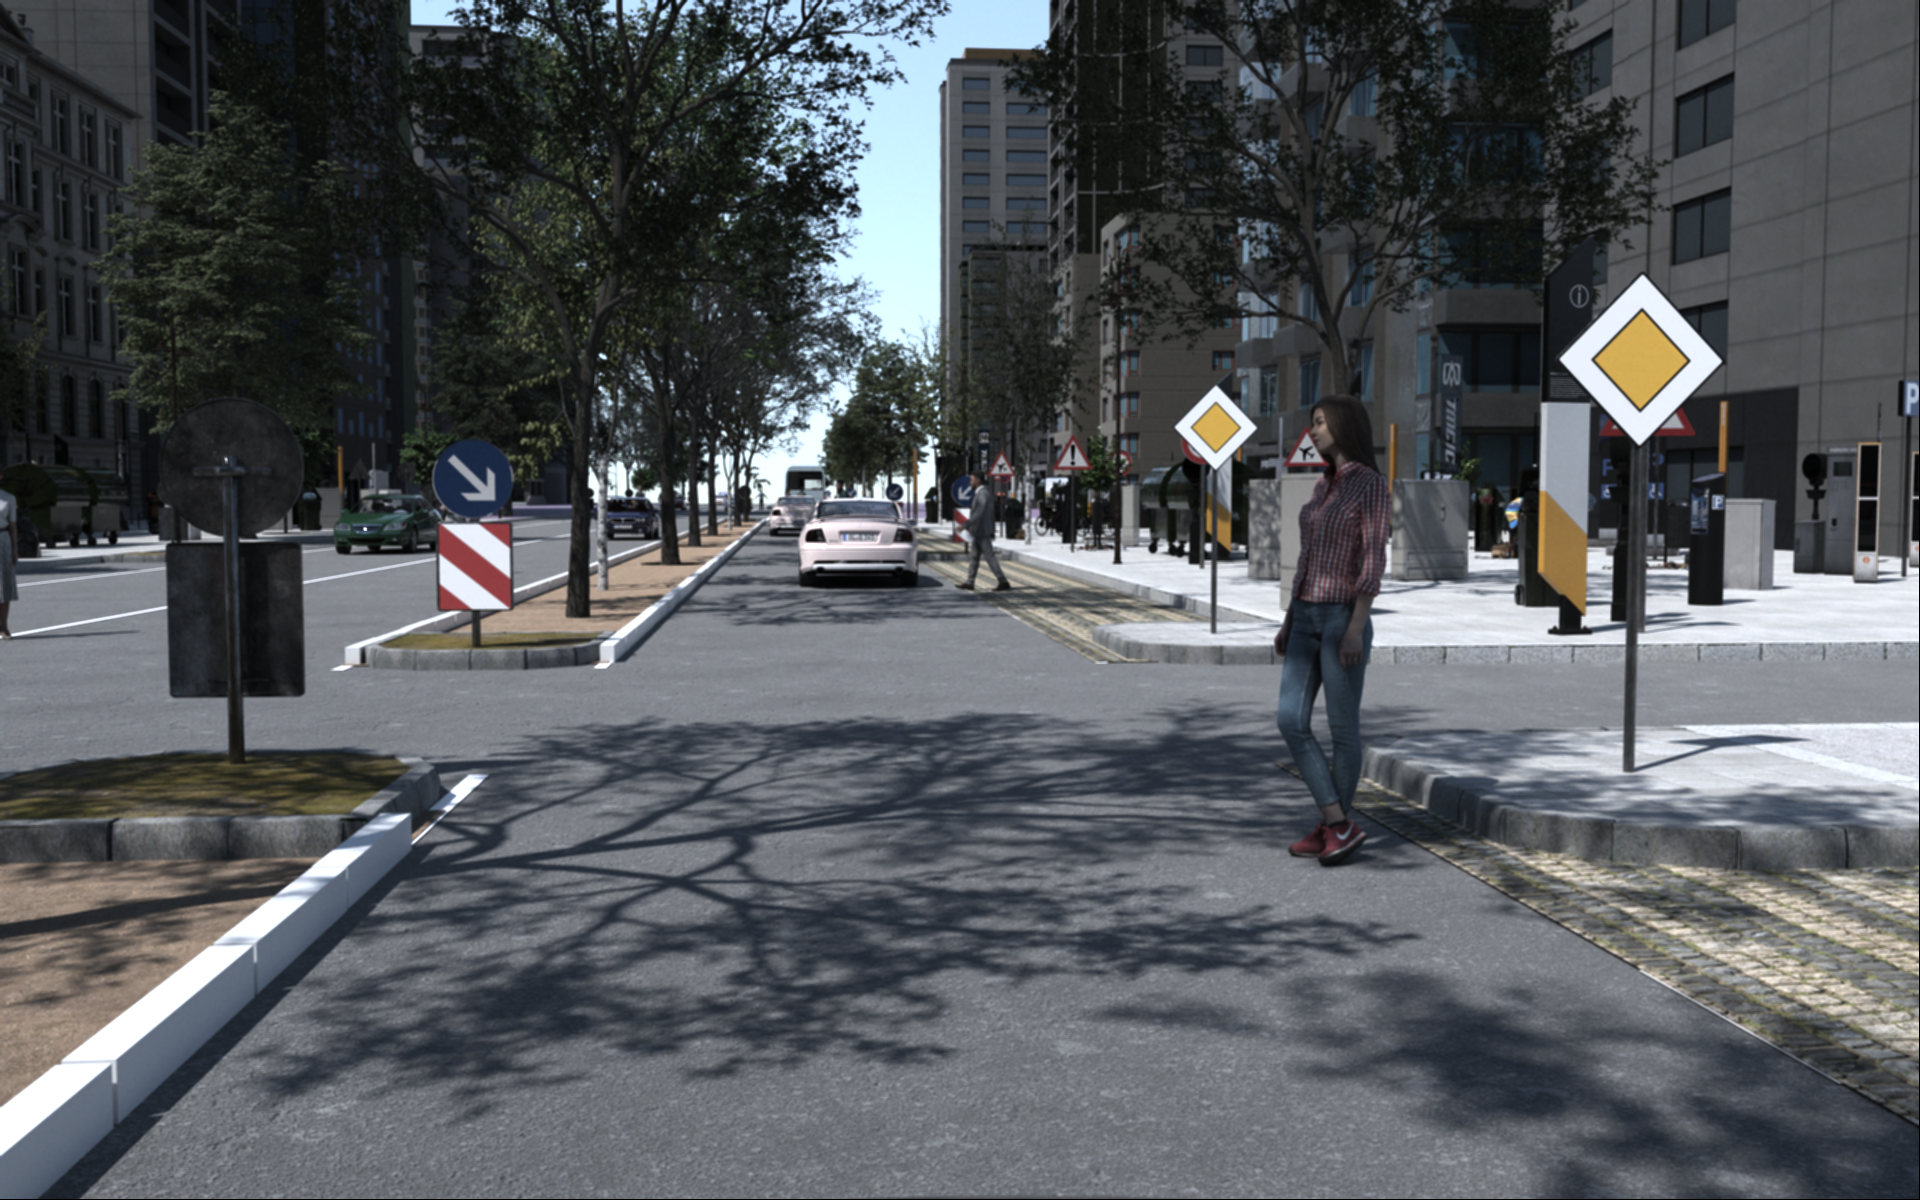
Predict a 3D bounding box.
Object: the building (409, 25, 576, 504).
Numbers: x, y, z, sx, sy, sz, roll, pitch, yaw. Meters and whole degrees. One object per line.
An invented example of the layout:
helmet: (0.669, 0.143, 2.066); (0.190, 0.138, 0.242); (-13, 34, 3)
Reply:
building: (-61.481, -41.511, 220.697); (21.231, 58.520, 28.212); (0, 4, -5)

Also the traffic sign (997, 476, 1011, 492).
traffic sign: (2.083, -5.080, 83.162); (0.768, 2.556, 0.104); (0, 4, -1)

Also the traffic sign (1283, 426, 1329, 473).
traffic sign: (6.633, -2.033, 33.237); (0.884, 2.594, 0.081); (0, 3, 0)

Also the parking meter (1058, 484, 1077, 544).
parking meter: (2.845, -2.238, 44.997); (0.372, 1.533, 0.369); (0, 3, 0)

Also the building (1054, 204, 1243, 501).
building: (22.397, -16.848, 120.509); (27.650, 21.520, 28.899); (0, 4, -5)

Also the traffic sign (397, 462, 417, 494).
traffic sign: (-21.889, -4.185, 68.525); (0.768, 2.556, 0.104); (0, 4, -5)

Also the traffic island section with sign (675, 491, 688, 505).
traffic island section with sign: (-31.891, -11.349, 194.188); (1.989, 1.847, 2.006); (0, 4, -5)

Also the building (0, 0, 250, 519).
building: (-49.520, -40.196, 95.454); (20.563, 71.187, 20.611); (0, 4, -5)

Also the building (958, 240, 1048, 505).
building: (7.728, -26.305, 201.787); (14.160, 30.474, 14.107); (0, 4, -5)

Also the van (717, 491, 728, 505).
van: (-31.669, -13.771, 232.168); (2.013, 2.044, 4.112); (0, 4, -6)

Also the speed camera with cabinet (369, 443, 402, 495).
speed camera with cabinet: (-22.075, -4.416, 66.545); (0.660, 3.252, 2.038); (-3, 4, -37)

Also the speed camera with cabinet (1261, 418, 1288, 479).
speed camera with cabinet: (8.079, -3.134, 45.579); (0.660, 3.252, 2.038); (0, 4, -5)

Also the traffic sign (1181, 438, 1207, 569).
traffic sign: (4.165, -1.811, 29.724); (0.768, 2.556, 0.104); (0, 4, -2)

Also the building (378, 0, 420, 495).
building: (-49.273, -27.245, 129.045); (14.154, 41.232, 14.086); (0, 4, -5)

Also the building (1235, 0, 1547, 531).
building: (24.468, -27.668, 71.973); (23.786, 49.044, 30.456); (0, 4, -5)

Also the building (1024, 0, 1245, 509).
building: (16.764, -43.121, 143.280); (20.563, 71.187, 20.611); (0, 4, -5)

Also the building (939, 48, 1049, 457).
building: (7.731, -42.500, 236.881); (21.231, 58.520, 28.212); (0, 4, -5)

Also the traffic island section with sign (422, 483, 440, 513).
traffic island section with sign: (-19.567, -3.386, 63.982); (1.989, 1.847, 2.006); (0, 4, -5)

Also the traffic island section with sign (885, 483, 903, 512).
traffic island section with sign: (-2.601, -3.438, 64.840); (1.989, 1.847, 2.006); (0, 4, -5)

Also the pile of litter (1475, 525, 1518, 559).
pile of litter: (11.140, -1.264, 34.635); (1.719, 0.858, 1.176); (1, 4, 16)

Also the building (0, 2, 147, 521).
building: (-43.483, -15.142, 66.651); (14.460, 24.649, 34.723); (0, 4, -5)

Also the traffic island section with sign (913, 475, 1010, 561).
traffic island section with sign: (-0.027, -1.773, 37.617); (1.989, 1.847, 2.006); (0, 4, -5)

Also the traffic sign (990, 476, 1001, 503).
traffic sign: (1.195, -4.052, 66.255); (0.884, 2.594, 0.081); (0, 4, -4)

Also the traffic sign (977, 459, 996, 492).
traffic sign: (0.984, -3.689, 60.426); (0.768, 2.556, 0.104); (0, 4, -2)

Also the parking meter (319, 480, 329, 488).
parking meter: (-26.389, -4.051, 71.941); (0.255, 1.863, 0.399); (1, 4, 13)

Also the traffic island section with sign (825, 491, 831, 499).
traffic island section with sign: (-9.898, -8.152, 141.920); (1.989, 1.847, 2.006); (0, 4, -5)

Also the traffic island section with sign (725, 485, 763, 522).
traffic island section with sign: (-11.180, -4.996, 89.818); (2.006, 1.907, 1.989); (0, 4, -5)

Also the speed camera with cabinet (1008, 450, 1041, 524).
speed camera with cabinet: (2.805, -4.925, 74.858); (0.660, 3.252, 2.038); (2, 4, 29)

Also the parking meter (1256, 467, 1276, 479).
parking meter: (6.495, -1.907, 36.890); (0.399, 1.863, 0.255); (-1, 4, -22)

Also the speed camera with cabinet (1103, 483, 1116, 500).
speed camera with cabinet: (8.643, -5.975, 92.028); (2.038, 3.252, 0.660); (0, 4, 1)

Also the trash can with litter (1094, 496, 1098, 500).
trash can with litter: (6.817, -4.635, 87.172); (0.624, 1.170, 1.055); (1, 4, 10)

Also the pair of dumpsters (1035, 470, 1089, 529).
pair of dumpsters: (3.929, -3.875, 65.854); (1.574, 2.255, 4.437); (0, 4, -6)

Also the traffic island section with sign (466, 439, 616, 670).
traffic island section with sign: (-4.089, -0.421, 15.014); (2.006, 1.907, 1.989); (0, 4, -5)

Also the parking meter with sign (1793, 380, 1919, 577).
parking meter with sign: (14.129, -1.904, 27.384); (0.543, 3.016, 1.738); (-2, 4, -35)

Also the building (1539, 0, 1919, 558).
building: (28.627, -36.881, 41.252); (20.611, 71.187, 20.563); (0, 4, -5)

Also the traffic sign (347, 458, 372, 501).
traffic sign: (-21.465, -3.786, 61.909); (0.884, 2.594, 0.081); (0, 4, 3)

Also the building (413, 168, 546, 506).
building: (-64.188, -30.749, 194.633); (32.217, 40.220, 23.993); (0, 4, -5)

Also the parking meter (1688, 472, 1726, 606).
parking meter: (8.646, -0.712, 20.045); (0.372, 1.533, 0.369); (0, 3, 0)

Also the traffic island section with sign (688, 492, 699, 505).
traffic island section with sign: (-34.582, -13.082, 222.518); (1.989, 1.847, 2.006); (0, 4, -5)

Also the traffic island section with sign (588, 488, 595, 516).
traffic island section with sign: (-24.236, -6.398, 113.238); (1.989, 1.847, 2.006); (0, 4, -5)

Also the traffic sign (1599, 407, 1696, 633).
traffic sign: (6.291, -0.973, 15.919); (0.884, 2.594, 0.081); (0, 4, -1)

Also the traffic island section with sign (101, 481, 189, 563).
traffic island section with sign: (-17.039, -1.744, 37.145); (1.989, 1.847, 2.006); (0, 4, -5)

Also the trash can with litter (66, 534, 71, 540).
trash can with litter: (-25.227, -2.265, 48.421); (0.624, 1.170, 1.055); (-1, 4, -18)

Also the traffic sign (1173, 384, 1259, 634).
traffic sign: (2.332, -0.749, 15.883); (0.795, 2.450, 0.064); (0, 4, -5)

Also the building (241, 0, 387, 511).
building: (-46.907, -28.384, 114.190); (14.600, 45.320, 14.200); (0, 4, -5)

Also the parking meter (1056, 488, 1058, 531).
parking meter: (3.400, -3.041, 58.127); (0.372, 1.533, 0.369); (0, 3, 0)

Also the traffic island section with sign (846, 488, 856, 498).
traffic island section with sign: (-7.355, -6.511, 115.085); (1.989, 1.847, 2.006); (0, 4, -5)

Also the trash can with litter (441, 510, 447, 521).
trash can with litter: (-24.526, -4.350, 82.503); (1.055, 1.170, 0.624); (2, 4, 35)

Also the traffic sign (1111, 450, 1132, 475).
traffic sign: (4.604, -3.064, 50.210); (0.768, 2.556, 0.104); (0, 4, 1)

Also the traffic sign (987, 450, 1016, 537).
traffic sign: (1.238, -3.154, 51.576); (0.884, 2.594, 0.081); (0, 4, 3)

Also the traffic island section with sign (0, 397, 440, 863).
traffic island section with sign: (-3.400, 0.030, 7.639); (2.006, 1.907, 1.989); (0, 4, -5)

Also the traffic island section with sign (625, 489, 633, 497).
traffic island section with sign: (-26.836, -8.077, 140.690); (1.989, 1.847, 2.006); (0, 4, -5)

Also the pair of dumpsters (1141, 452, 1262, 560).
pair of dumpsters: (4.901, -2.015, 35.436); (1.574, 2.255, 4.437); (0, 4, -6)

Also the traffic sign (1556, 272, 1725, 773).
traffic sign: (3.084, -0.262, 7.933); (0.795, 2.450, 0.064); (0, 4, -5)

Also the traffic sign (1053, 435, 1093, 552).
traffic sign: (2.474, -2.324, 37.999); (0.884, 2.594, 0.081); (0, 4, 1)
